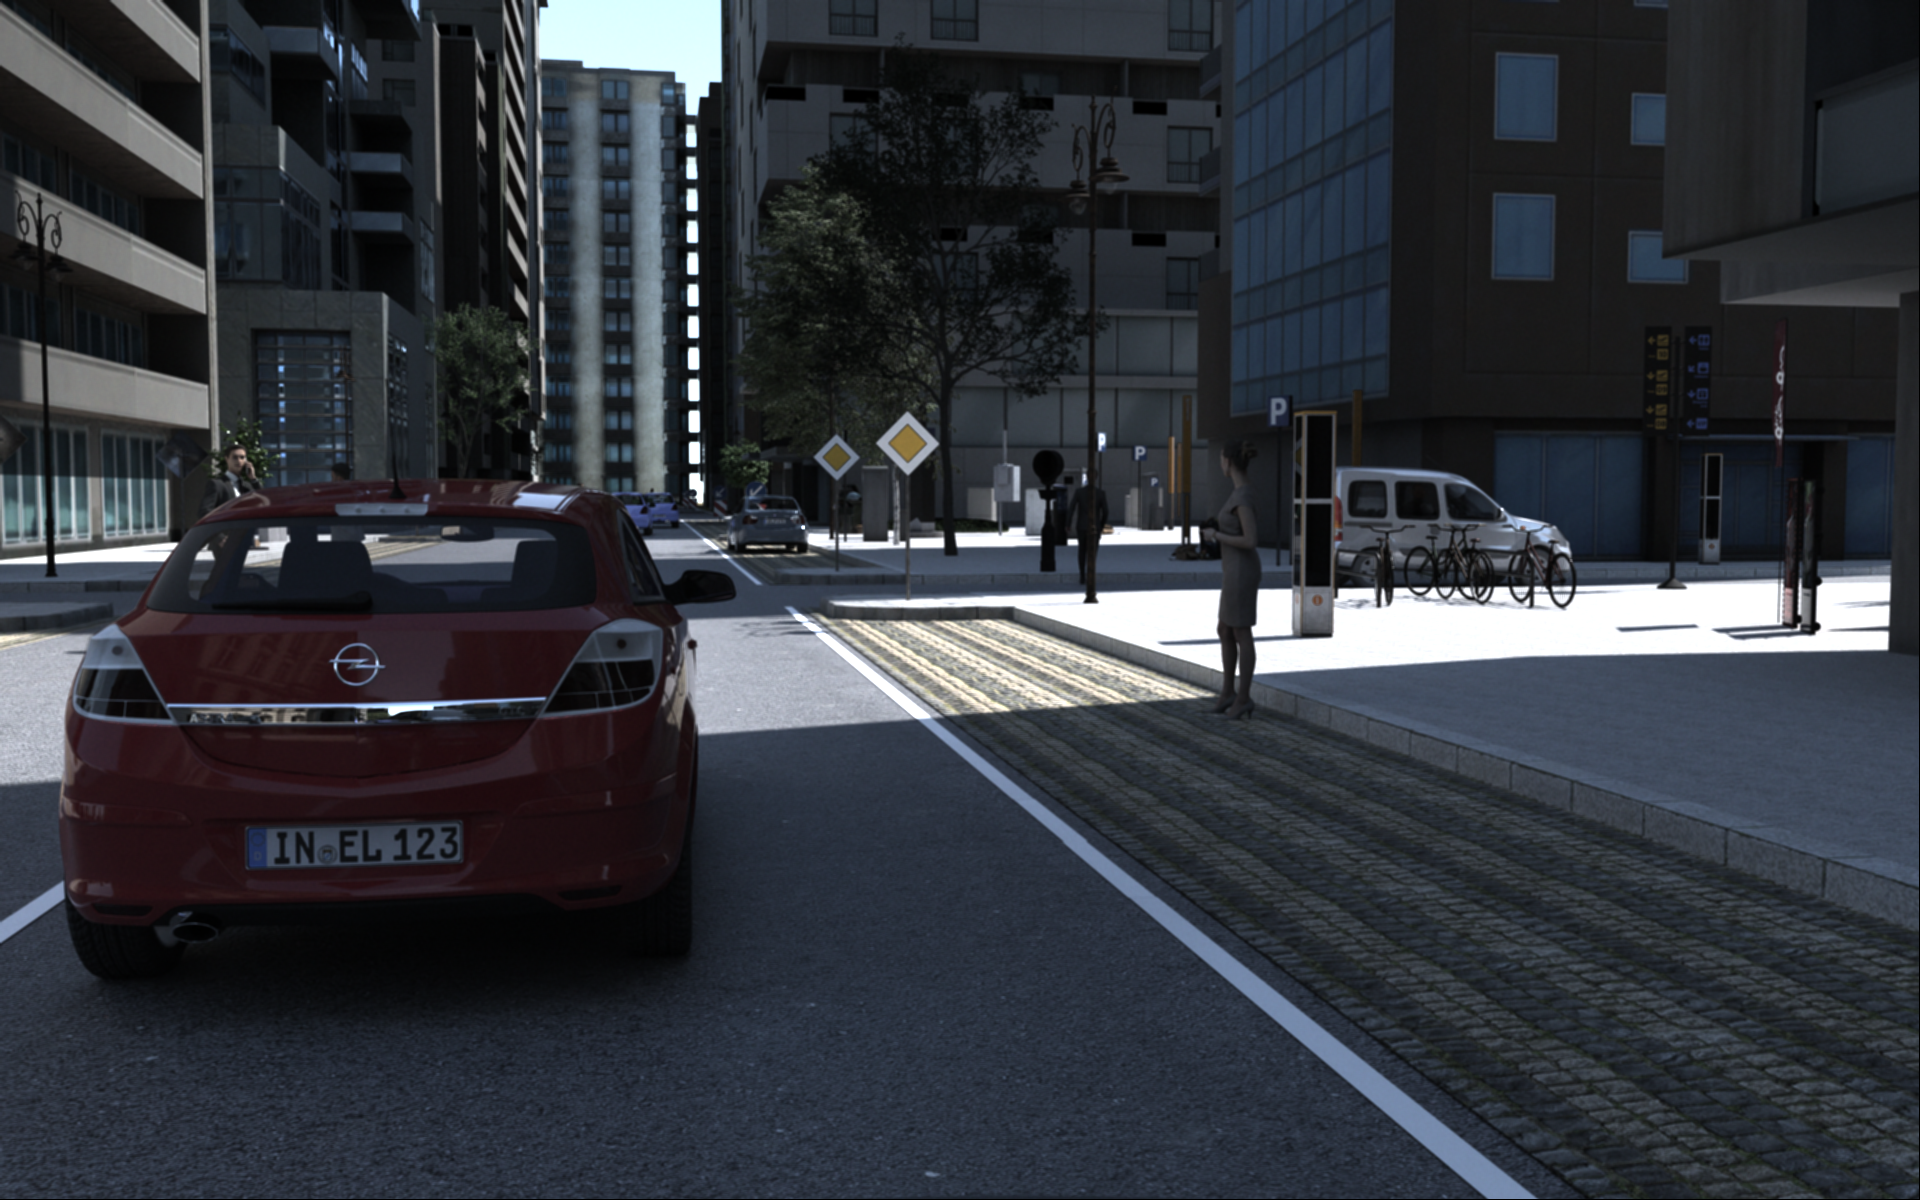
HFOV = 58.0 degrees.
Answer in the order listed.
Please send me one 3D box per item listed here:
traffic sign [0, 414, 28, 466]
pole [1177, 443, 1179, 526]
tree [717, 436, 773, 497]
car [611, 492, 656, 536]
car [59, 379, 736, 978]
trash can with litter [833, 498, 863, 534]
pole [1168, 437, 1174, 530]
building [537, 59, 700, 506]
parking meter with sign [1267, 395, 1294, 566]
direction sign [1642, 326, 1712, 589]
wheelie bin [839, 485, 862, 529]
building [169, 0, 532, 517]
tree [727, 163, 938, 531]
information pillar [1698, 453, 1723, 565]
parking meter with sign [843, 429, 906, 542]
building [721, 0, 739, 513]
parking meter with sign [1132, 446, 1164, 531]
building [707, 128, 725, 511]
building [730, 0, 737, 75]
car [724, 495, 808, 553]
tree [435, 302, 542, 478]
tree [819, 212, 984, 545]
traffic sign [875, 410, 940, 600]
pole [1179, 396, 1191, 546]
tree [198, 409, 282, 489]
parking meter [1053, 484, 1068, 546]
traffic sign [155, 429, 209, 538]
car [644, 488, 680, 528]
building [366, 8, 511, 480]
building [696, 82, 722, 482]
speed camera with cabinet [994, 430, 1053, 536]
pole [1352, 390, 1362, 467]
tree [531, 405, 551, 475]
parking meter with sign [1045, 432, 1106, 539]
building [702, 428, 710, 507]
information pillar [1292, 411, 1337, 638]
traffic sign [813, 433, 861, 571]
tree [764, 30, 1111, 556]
[{"bbox_3d":[-10.670,-0.943,19.057,0.795,2.450,0.064,-1,4,-10],"label":"traffic sign"},{"bbox_3d":[8.767,-4.611,69.234,0.158,3.312,0.155,0,3,0],"label":"pole"},{"bbox_3d":[-12.187,-7.032,98.692,4.285,4.588,4.351,0,3,0],"label":"tree"},{"bbox_3d":[-11.689,-3.135,60.841,1.945,1.707,3.694,-1,4,-8],"label":"car"},{"bbox_3d":[-1.939,0.142,6.716,2.155,1.783,4.494,-1,4,-9],"label":"car"},{"bbox_3d":[-3.543,-2.706,55.628,1.055,1.170,0.624,-3,5,-44],"label":"trash can with litter"},{"bbox_3d":[7.519,-4.150,61.694,0.158,3.312,0.155,0,3,0],"label":"pole"},{"bbox_3d":[-44.796,-35.109,193.641,30.456,49.044,23.786,-1,4,-10],"label":"building"},{"bbox_3d":[6.359,-2.140,31.242,1.738,3.016,0.543,-2,4,-34],"label":"parking meter with sign"},{"bbox_3d":[9.668,-1.921,23.413,0.876,3.537,0.379,0,4,3],"label":"direction sign"},{"bbox_3d":[-3.630,-3.021,57.302,0.980,1.594,0.693,3,5,44],"label":"wheelie bin"},{"bbox_3d":[-42.471,-30.554,123.258,21.300,48.544,21.600,-1,4,-10],"label":"building"},{"bbox_3d":[-4.694,-8.667,59.837,7.486,12.596,7.792,0,3,0],"label":"tree"},{"bbox_3d":[13.631,-1.649,31.461,0.304,2.012,0.304,0,4,8],"label":"information pillar"},{"bbox_3d":[-2.283,-3.096,46.881,1.738,3.016,0.543,0,4,-7],"label":"parking meter with sign"},{"bbox_3d":[-10.366,-27.098,126.641,14.154,41.232,14.086,-1,4,-10],"label":"building"},{"bbox_3d":[6.739,-3.991,61.517,0.543,3.016,1.738,-1,4,-20],"label":"parking meter with sign"},{"bbox_3d":[-13.480,-22.583,140.929,14.160,30.474,14.107,-1,4,-10],"label":"building"},{"bbox_3d":[-7.494,-28.234,111.744,14.600,45.320,14.200,-1,4,-10],"label":"building"},{"bbox_3d":[-4.817,-1.904,43.139,2.014,1.417,4.499,-1,4,-11],"label":"car"},{"bbox_3d":[-26.561,-10.198,92.497,9.928,11.665,9.643,0,3,0],"label":"tree"},{"bbox_3d":[-1.554,-5.678,43.191,4.360,8.622,3.978,0,3,0],"label":"tree"},{"bbox_3d":[-0.632,-1.051,20.831,0.795,2.450,0.064,-1,4,-10],"label":"traffic sign"},{"bbox_3d":[4.705,-2.577,35.979,0.158,3.312,0.155,0,3,0],"label":"pole"},{"bbox_3d":[-16.510,-2.768,39.854,1.663,3.219,1.824,0,3,0],"label":"tree"},{"bbox_3d":[2.498,-2.125,43.162,0.372,1.533,0.369,0,3,0],"label":"parking meter"},{"bbox_3d":[-12.080,-1.424,26.918,0.795,2.450,0.064,-1,4,-10],"label":"traffic sign"},{"bbox_3d":[-12.925,-3.943,74.064,1.945,1.707,3.694,-1,4,-12],"label":"car"},{"bbox_3d":[-35.627,-20.480,106.548,14.160,30.474,14.107,-1,4,-10],"label":"building"},{"bbox_3d":[-21.798,-33.179,192.582,14.200,45.320,14.600,-1,4,-10],"label":"building"},{"bbox_3d":[2.087,-3.620,53.528,2.038,3.252,0.660,2,4,24],"label":"speed camera with cabinet"},{"bbox_3d":[7.786,-2.458,34.027,0.158,3.312,0.155,0,3,0],"label":"pole"},{"bbox_3d":[-35.494,-11.643,140.725,4.360,8.622,3.978,0,3,0],"label":"tree"},{"bbox_3d":[3.265,-3.260,49.562,1.738,3.016,0.543,2,4,30],"label":"parking meter with sign"},{"bbox_3d":[-12.811,-52.003,162.918,22.319,86.520,31.000,-1,4,-10],"label":"building"},{"bbox_3d":[3.176,-0.676,15.548,0.304,2.012,0.304,0,4,-5],"label":"information pillar"},{"bbox_3d":[-2.042,-1.532,28.691,0.795,2.450,0.064,-1,4,-10],"label":"traffic sign"},{"bbox_3d":[-0.528,-6.200,35.781,7.601,10.594,8.767,-1,4,-12],"label":"tree"}]
